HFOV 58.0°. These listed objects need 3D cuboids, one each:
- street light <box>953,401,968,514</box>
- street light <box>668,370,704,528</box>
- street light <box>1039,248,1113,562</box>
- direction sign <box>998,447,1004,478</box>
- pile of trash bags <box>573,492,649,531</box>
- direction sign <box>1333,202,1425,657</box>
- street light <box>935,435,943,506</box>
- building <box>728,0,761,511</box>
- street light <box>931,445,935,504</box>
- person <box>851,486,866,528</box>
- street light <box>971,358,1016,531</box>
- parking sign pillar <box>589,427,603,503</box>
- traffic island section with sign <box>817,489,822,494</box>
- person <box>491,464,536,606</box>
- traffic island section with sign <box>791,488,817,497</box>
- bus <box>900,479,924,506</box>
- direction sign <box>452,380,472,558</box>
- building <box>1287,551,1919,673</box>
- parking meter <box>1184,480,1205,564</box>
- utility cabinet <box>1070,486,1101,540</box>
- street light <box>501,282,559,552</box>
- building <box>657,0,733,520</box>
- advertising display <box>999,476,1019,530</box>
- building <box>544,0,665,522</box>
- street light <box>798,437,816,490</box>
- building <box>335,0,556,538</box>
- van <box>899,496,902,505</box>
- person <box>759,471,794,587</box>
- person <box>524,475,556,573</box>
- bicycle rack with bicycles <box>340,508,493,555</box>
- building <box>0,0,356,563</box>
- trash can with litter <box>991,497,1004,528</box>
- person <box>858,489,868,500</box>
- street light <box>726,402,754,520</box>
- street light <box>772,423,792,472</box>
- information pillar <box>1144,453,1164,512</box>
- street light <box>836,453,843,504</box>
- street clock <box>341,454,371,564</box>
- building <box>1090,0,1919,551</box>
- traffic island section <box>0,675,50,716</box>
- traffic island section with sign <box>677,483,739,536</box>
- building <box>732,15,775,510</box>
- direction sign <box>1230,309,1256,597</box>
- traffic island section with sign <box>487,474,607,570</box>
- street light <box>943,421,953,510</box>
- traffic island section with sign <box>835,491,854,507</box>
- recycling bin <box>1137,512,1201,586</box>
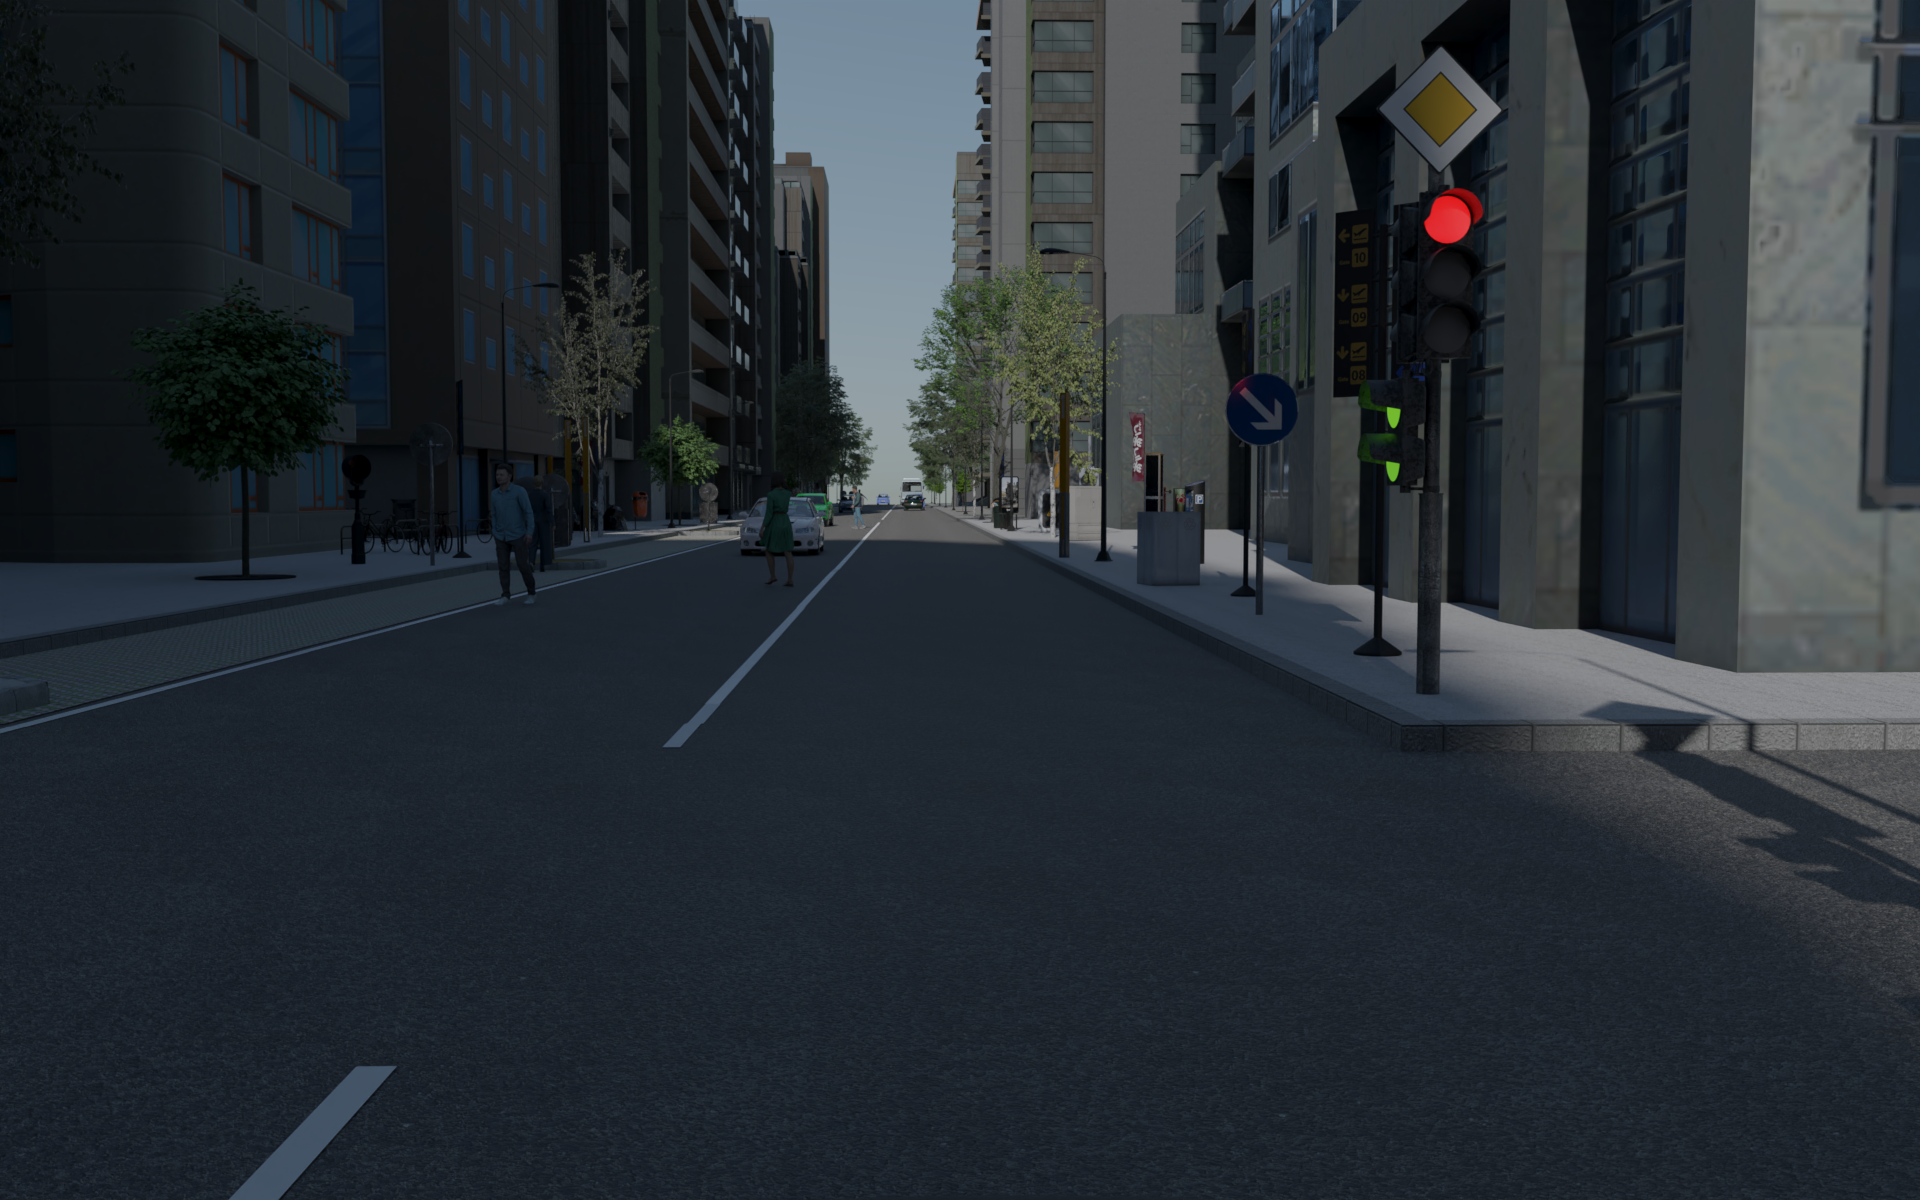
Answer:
[{"bbox_3d":[0.547,-6.933,85.893,1.470,5.913,1.316,0,4,-2],"label":"street light"},{"bbox_3d":[-10.282,-5.646,64.857,1.470,5.913,1.316,0,4,-2],"label":"street light"},{"bbox_3d":[2.196,-3.688,32.841,1.470,5.913,1.316,0,4,-2],"label":"street light"},{"bbox_3d":[1.956,-5.617,83.829,0.379,3.537,0.876,-1,4,-21],"label":"direction sign"},{"bbox_3d":[-12.396,-3.124,60.826,1.912,1.369,3.447,3,5,42],"label":"pile of trash bags"},{"bbox_3d":[3.337,-1.329,13.734,0.379,3.537,0.876,-3,5,-45],"label":"direction sign"},{"bbox_3d":[-1.036,-9.974,135.617,1.470,5.913,1.316,0,4,-2],"label":"street light"},{"bbox_3d":[-26.752,-30.690,121.386,23.786,49.044,30.456,0,4,-2],"label":"building"},{"bbox_3d":[-1.867,-11.628,162.654,1.470,5.913,1.316,0,4,-2],"label":"street light"},{"bbox_3d":[-4.307,-3.880,72.284,0.721,1.781,0.623,-2,4,-29],"label":"person"},{"bbox_3d":[1.232,-5.314,59.421,1.470,5.913,1.316,0,4,-2],"label":"street light"},{"bbox_3d":[-14.859,-5.007,70.330,1.447,3.967,1.447,-2,4,-24],"label":"parking sign pillar"},{"bbox_3d":[-11.105,-7.816,136.421,1.989,1.847,2.006,0,4,-2],"label":"traffic island section with sign"},{"bbox_3d":[-5.759,-0.849,22.407,0.660,1.820,0.620,1,4,15],"label":"person"},{"bbox_3d":[-10.255,-6.156,109.281,1.989,1.847,2.006,0,4,-2],"label":"traffic island section with sign"},{"bbox_3d":[-5.828,-13.218,210.971,2.948,3.499,13.247,0,4,-1],"label":"bus"},{"bbox_3d":[-10.013,-2.614,34.728,0.379,3.537,0.876,-1,4,-23],"label":"direction sign"},{"bbox_3d":[20.715,-43.347,21.397,31.000,86.520,22.319,0,4,-2],"label":"building"},{"bbox_3d":[4.311,-1.431,31.816,0.372,1.533,0.369,0,3,0],"label":"parking meter"},{"bbox_3d":[3.499,-2.383,47.637,1.173,1.500,0.318,-3,5,-43],"label":"utility cabinet"},{"bbox_3d":[-9.479,-4.010,38.099,1.470,5.913,1.316,0,4,-2],"label":"street light"},{"bbox_3d":[-24.467,-28.855,95.481,21.300,48.544,21.600,0,4,-2],"label":"building"},{"bbox_3d":[1.763,-3.507,62.549,0.123,1.923,0.974,3,5,42],"label":"advertising display"},{"bbox_3d":[-21.442,-18.739,78.091,14.160,30.474,14.107,0,4,-2],"label":"building"},{"bbox_3d":[-12.530,-10.234,139.863,1.470,5.913,1.316,0,4,-2],"label":"street light"},{"bbox_3d":[-21.620,-24.795,55.509,14.600,45.320,14.200,0,4,-2],"label":"building"},{"bbox_3d":[-6.997,-13.444,226.821,2.013,2.044,4.112,0,4,-3],"label":"van"},{"bbox_3d":[-2.812,-1.109,26.880,0.529,1.795,0.600,3,4,38],"label":"person"},{"bbox_3d":[-7.647,-1.381,31.496,0.576,1.772,0.534,-1,4,-12],"label":"person"},{"bbox_3d":[-11.895,-1.473,37.472,2.852,0.926,2.925,1,4,12],"label":"bicycle rack with bicycles"},{"bbox_3d":[-27.660,-11.047,25.653,27.650,21.520,28.899,0,4,-2],"label":"building"},{"bbox_3d":[1.413,-3.280,65.018,0.624,1.170,1.055,0,4,-6],"label":"trash can with litter"},{"bbox_3d":[-8.228,-8.160,141.914,1.348,1.824,0.705,-1,4,-14],"label":"person"},{"bbox_3d":[-11.057,-7.004,87.058,1.470,5.913,1.316,0,4,-2],"label":"street light"},{"bbox_3d":[-11.716,-8.627,113.587,1.470,5.913,1.316,0,4,-2],"label":"street light"},{"bbox_3d":[3.494,-1.636,31.248,0.304,2.012,0.304,1,4,19],"label":"information pillar"},{"bbox_3d":[-14.413,-13.733,197.073,1.470,5.913,1.316,0,4,-2],"label":"street light"},{"bbox_3d":[-11.017,-1.657,31.664,0.358,2.002,0.471,3,5,43],"label":"street clock"},{"bbox_3d":[17.083,-45.402,54.987,22.319,86.520,31.000,0,4,-2],"label":"building"},{"bbox_3d":[-7.155,0.700,10.829,2.009,0.180,2.903,0,4,-2],"label":"traffic island section"},{"bbox_3d":[-8.712,-3.152,60.159,1.989,1.847,2.006,0,4,-2],"label":"traffic island section with sign"},{"bbox_3d":[-22.906,-28.158,143.985,14.154,41.232,14.086,0,4,-2],"label":"building"},{"bbox_3d":[3.589,-1.815,21.666,0.379,3.537,0.876,0,4,1],"label":"direction sign"},{"bbox_3d":[-7.862,-1.504,33.218,1.989,1.847,2.006,0,4,-2],"label":"traffic island section with sign"},{"bbox_3d":[-0.183,-8.375,109.471,1.470,5.913,1.316,0,4,-2],"label":"street light"},{"bbox_3d":[-12.877,-11.278,193.030,1.989,1.847,2.006,0,4,-2],"label":"traffic island section with sign"},{"bbox_3d":[2.954,-0.734,24.550,0.722,1.027,0.722,-1,4,-13],"label":"recycling bin"}]
